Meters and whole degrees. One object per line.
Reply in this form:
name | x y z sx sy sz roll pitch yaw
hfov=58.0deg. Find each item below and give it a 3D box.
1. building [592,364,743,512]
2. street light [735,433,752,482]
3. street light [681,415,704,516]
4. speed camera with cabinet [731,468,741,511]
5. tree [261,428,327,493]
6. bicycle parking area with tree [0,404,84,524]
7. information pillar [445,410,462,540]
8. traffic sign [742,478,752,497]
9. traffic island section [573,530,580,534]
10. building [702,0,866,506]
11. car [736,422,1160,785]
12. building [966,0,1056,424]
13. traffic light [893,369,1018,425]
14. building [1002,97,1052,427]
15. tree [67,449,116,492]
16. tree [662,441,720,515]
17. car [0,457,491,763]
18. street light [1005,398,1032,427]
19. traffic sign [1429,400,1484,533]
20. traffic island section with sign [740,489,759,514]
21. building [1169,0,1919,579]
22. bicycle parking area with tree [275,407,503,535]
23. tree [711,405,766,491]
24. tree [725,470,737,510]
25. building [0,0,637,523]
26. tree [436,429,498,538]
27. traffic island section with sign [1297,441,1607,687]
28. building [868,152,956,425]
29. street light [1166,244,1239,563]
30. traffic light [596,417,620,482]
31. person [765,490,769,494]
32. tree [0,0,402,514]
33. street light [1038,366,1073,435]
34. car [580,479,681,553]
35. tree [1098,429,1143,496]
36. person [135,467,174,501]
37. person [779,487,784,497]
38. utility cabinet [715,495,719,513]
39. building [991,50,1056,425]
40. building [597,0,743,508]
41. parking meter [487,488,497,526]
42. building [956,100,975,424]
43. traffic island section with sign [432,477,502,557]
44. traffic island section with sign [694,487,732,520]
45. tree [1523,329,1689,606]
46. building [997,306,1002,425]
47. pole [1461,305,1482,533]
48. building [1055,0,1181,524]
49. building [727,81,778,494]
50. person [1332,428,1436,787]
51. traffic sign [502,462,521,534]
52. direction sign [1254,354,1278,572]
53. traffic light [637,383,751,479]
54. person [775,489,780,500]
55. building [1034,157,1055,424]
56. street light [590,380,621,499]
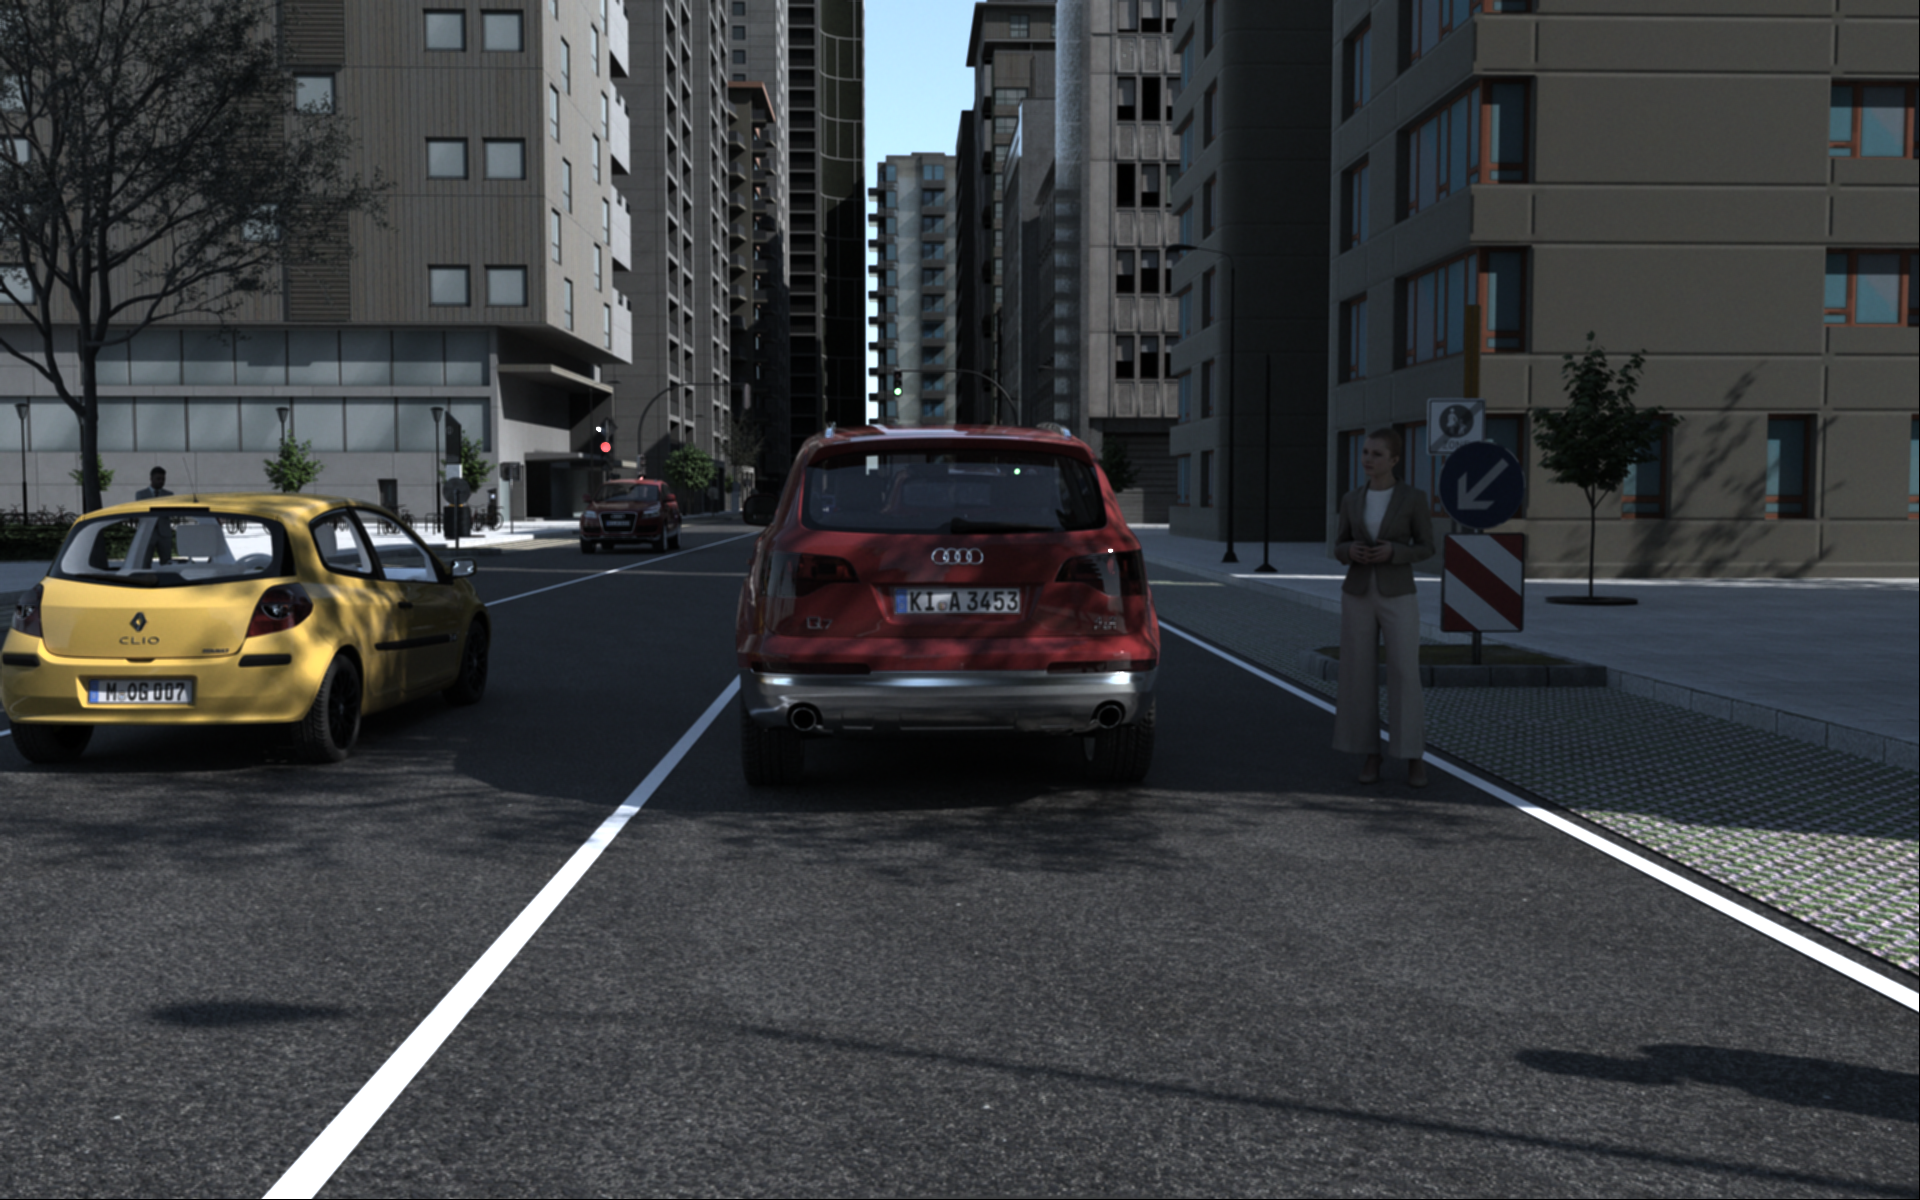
building | -29.240 -43.819 154.685 20.563 71.187 20.611 0 4 -2
street light | -16.604 -9.779 132.419 1.470 5.913 1.316 0 4 -2
street light | -15.679 -7.897 101.650 1.470 5.913 1.316 0 4 -2
speed camera with cabinet | -16.727 -8.253 129.269 0.660 3.252 2.038 0 4 -4
tree | -19.800 -3.454 51.078 1.663 3.219 1.824 0 3 0
bicycle parking area with tree | -30.026 -4.327 57.747 9.016 4.147 8.231 0 4 6
information pillar | -14.158 -3.490 48.420 0.504 3.616 0.183 1 4 21
traffic sign | -17.110 -8.506 139.171 0.768 2.556 0.104 0 4 -1
traffic island section | -12.853 -2.499 63.144 2.009 0.180 2.903 0 4 -2
building | -23.488 -48.997 239.344 20.611 71.187 20.563 0 4 -2
car | -0.162 -0.088 10.106 2.281 1.827 5.304 0 4 -3
building | 15.479 -36.420 184.699 28.713 52.752 27.495 0 4 -2
traffic light | -0.048 -5.422 63.315 4.771 5.953 1.251 0 4 -2
building | 9.333 -18.088 113.757 12.078 24.808 19.932 0 4 -2
tree | -35.562 -4.698 71.408 1.663 3.219 1.824 0 3 0
tree | -17.509 -7.818 111.530 4.285 4.588 4.351 0 3 0
car | -4.138 -0.027 10.658 2.015 1.641 3.980 0 3 0
street light | 2.878 -6.786 83.488 1.470 5.913 1.316 0 4 -2
traffic sign | 5.302 -1.006 18.583 0.606 2.300 0.079 0 4 4
traffic island section with sign | -14.551 -6.980 122.746 1.989 1.847 2.006 0 4 -2
building | 20.947 -11.948 40.390 27.650 21.520 28.899 0 4 -2
bicycle parking area with tree | -19.849 -4.321 57.648 8.231 4.147 9.016 1 4 16
tree | -18.372 -11.797 143.246 4.360 8.622 3.978 0 3 0
tree | -18.788 -8.892 139.984 1.663 3.219 1.824 0 3 0
building | -31.663 -30.393 86.163 28.713 52.752 27.495 0 4 -2
tree | -14.729 -3.483 51.544 1.663 3.219 1.824 0 3 0
traffic island section with sign | 3.763 -0.311 13.708 1.989 1.847 2.006 0 4 -2
building | 2.496 -38.082 242.240 30.456 49.044 23.786 0 4 -2
street light | 4.531 -3.657 32.333 1.470 5.913 1.316 0 4 -2
traffic light | -12.813 -4.531 63.010 0.839 4.253 0.868 0 4 -2
person | -22.220 -11.737 198.667 1.217 1.743 0.721 -3 4 -38
tree | -14.627 -7.232 28.613 12.009 13.543 11.850 0 3 0
street light | 3.526 -5.539 63.100 1.470 5.913 1.316 0 4 -2
car | -8.217 -2.130 43.494 2.281 1.827 5.304 0 4 -3
tree | 4.677 -3.490 51.668 1.663 3.219 1.824 0 3 0
person | -10.803 -0.896 23.325 0.466 1.800 0.511 3 4 39
person | -9.609 -5.222 94.063 0.419 1.800 0.721 0 4 6
utility cabinet | -16.289 -6.348 114.959 0.306 1.237 1.020 -2 4 -24
building | 9.862 -29.366 163.730 14.154 41.232 14.086 0 4 -2
building | -31.470 -47.143 209.033 20.611 71.187 20.563 0 4 -2
parking meter | -18.957 -3.777 70.168 0.372 1.533 0.369 0 3 0
building | 10.464 -35.839 209.677 21.300 48.544 21.600 0 4 -2
traffic island section with sign | -11.752 -1.929 40.165 1.989 1.847 2.006 0 4 -2
traffic island section with sign | -13.627 -5.328 95.747 1.989 1.847 2.006 0 4 -2
tree | 7.411 -1.581 20.459 1.663 3.219 1.824 0 3 0
building | 11.278 -16.565 138.288 16.820 18.784 16.811 0 4 -2
pole | 5.548 -1.527 18.810 0.158 3.312 0.155 0 3 0
building | 14.723 -15.899 77.964 19.932 24.808 12.078 0 4 -2
building | -30.753 -32.181 180.776 22.147 44.769 28.867 0 4 -2
person | 2.069 0.029 8.579 0.519 1.759 0.362 2 4 32
traffic sign | -14.353 -3.260 55.430 0.606 2.300 0.079 0 4 6
direction sign | 5.044 -2.229 28.445 0.379 3.537 0.876 1 4 11
traffic light | -10.995 -5.898 71.096 4.771 5.953 1.251 0 4 -2
person | -18.458 -10.321 175.242 0.683 1.767 0.568 -1 4 -16
building | 9.564 -14.994 94.302 9.793 20.994 18.267 0 4 -2
street light | -14.519 -6.012 70.833 1.470 5.913 1.316 0 4 -2
